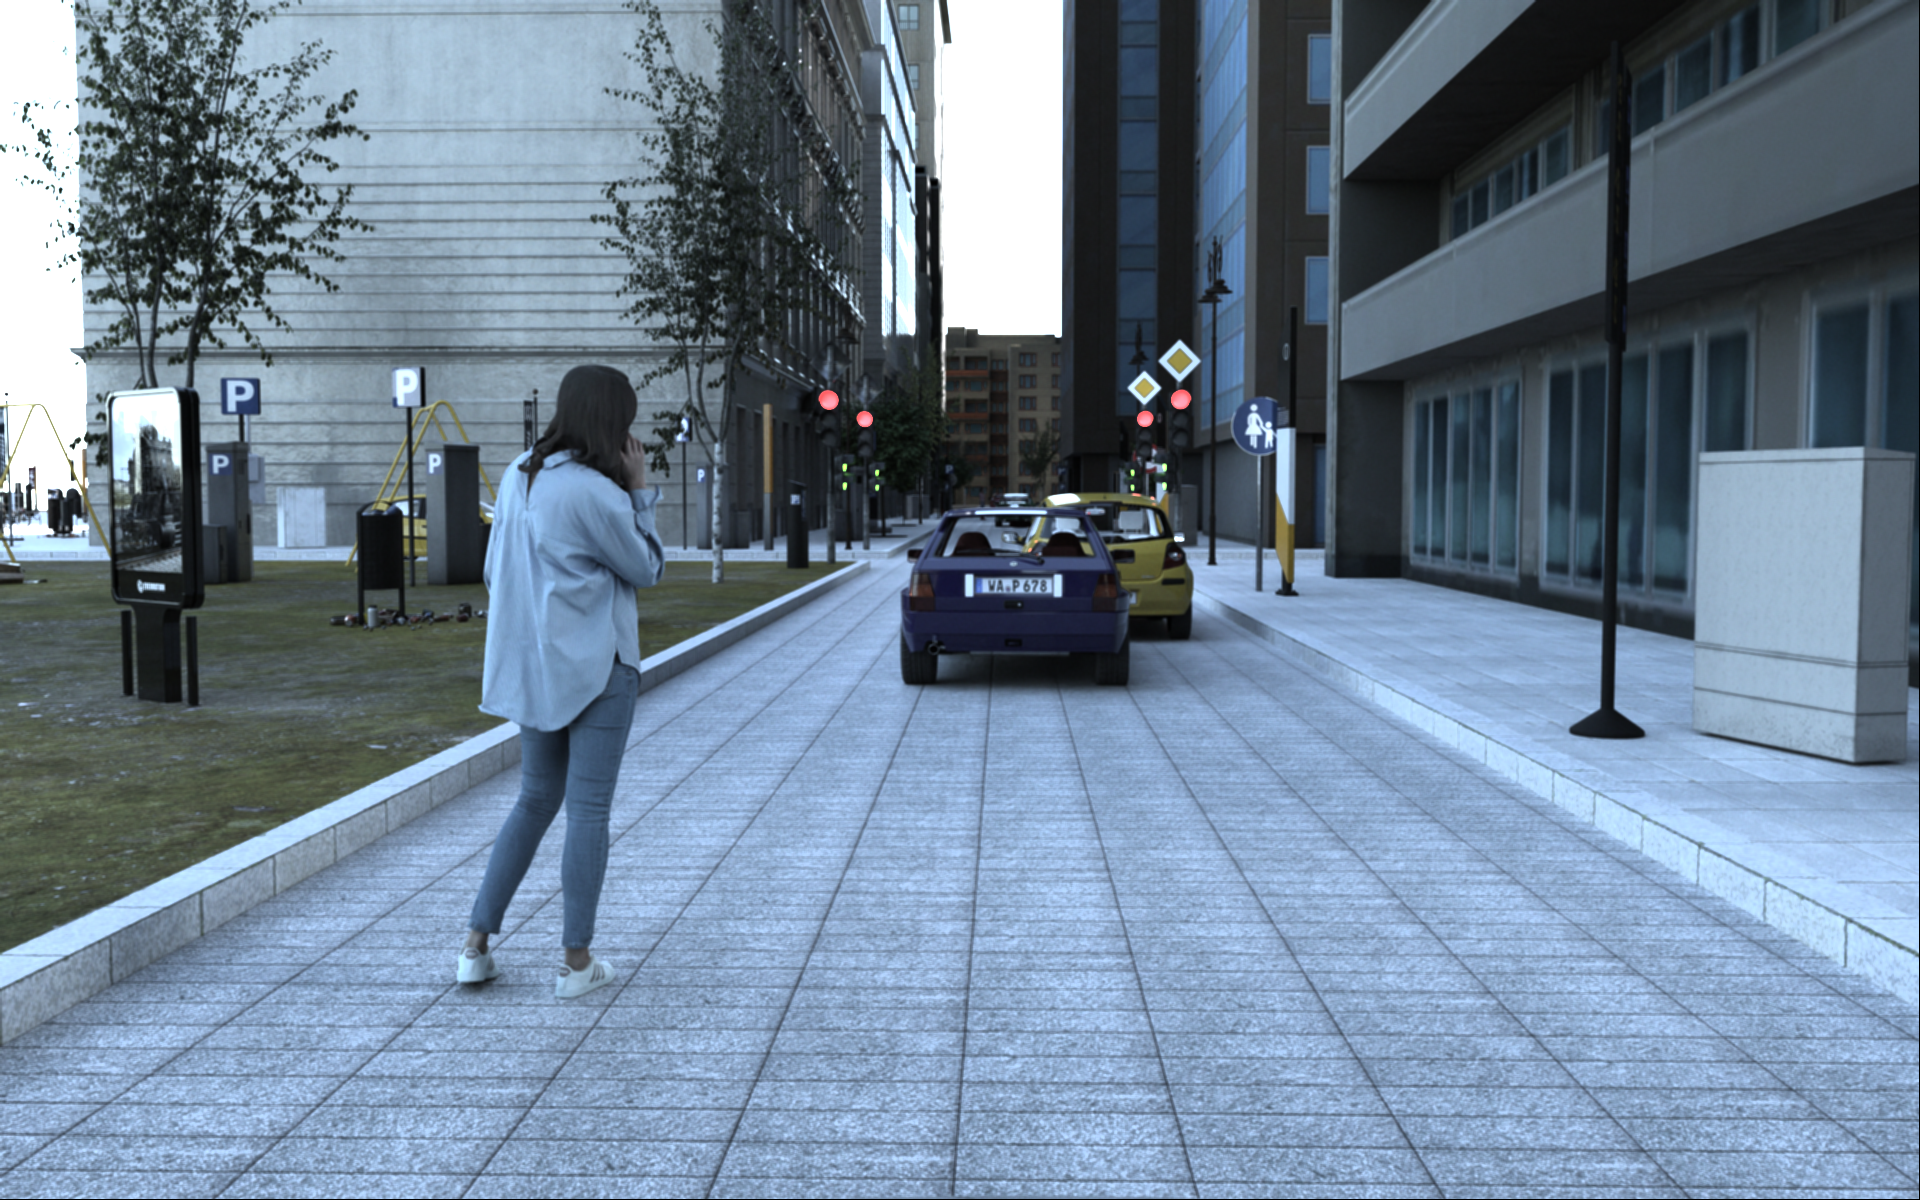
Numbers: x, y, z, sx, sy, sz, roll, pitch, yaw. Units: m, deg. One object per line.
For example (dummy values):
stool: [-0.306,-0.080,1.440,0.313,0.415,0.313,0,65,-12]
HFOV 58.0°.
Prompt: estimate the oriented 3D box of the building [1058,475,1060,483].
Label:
building: [20.716,-45.172,176.817,20.563,71.187,20.611,0,4,2]

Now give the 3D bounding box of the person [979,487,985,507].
person: [1.229,-5.321,95.510,0.388,1.821,0.555,0,4,6]

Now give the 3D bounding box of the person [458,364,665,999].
person: [-1.161,0.232,4.967,0.793,1.790,0.793,0,4,5]

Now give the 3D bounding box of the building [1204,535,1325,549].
building: [14.092,-24.183,45.506,14.200,45.320,14.600,0,4,2]

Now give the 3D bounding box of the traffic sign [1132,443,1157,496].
traffic sign: [4.660,-2.621,42.964,0.768,2.556,0.104,0,4,7]

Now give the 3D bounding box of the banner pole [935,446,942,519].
banner pole: [-1.181,-6.107,89.858,0.401,3.779,0.863,-1,4,-15]

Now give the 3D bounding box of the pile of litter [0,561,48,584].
pile of litter: [-13.927,-0.658,24.718,1.719,0.858,1.176,-2,4,-35]

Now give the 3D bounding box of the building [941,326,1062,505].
building: [0.491,-22.552,213.758,28.899,21.520,27.650,0,4,2]

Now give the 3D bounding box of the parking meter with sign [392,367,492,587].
parking meter with sign: [-7.194,-1.736,24.645,0.543,3.016,1.738,2,4,29]

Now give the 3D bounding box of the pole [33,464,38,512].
pole: [-62.330,-7.520,116.794,0.158,3.312,0.155,0,3,0]

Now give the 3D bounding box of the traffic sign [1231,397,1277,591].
traffic sign: [3.947,-1.387,22.783,0.768,2.556,0.104,0,4,7]

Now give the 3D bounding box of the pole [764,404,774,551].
pole: [-4.343,-2.779,39.279,0.158,3.312,0.155,0,3,0]

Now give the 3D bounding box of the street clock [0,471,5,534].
street clock: [-30.662,-3.100,55.258,0.471,2.002,0.358,3,4,38]

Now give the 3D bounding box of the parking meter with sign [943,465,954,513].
parking meter with sign: [-0.742,-6.551,103.373,0.543,3.016,1.738,0,4,-7]

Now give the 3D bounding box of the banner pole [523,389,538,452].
banner pole: [-10.140,-3.121,41.047,0.401,3.779,0.863,1,4,11]

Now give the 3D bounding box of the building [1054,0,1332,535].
building: [10.984,-25.396,65.329,14.600,45.320,14.200,0,4,2]

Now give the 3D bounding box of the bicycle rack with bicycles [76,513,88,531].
bicycle rack with bicycles: [-29.144,-2.868,60.277,2.925,0.926,2.852,-2,4,-27]

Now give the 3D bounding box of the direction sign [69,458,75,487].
direction sign: [-56.539,-7.239,110.356,0.379,3.537,0.876,-1,4,-9]

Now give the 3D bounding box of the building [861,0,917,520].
building: [-8.784,-19.708,99.721,11.434,29.767,29.804,0,4,2]

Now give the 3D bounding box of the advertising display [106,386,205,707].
advertising display: [-4.974,-0.336,10.709,0.974,1.923,0.123,3,5,40]

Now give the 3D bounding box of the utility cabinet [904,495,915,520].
utility cabinet: [-2.606,-4.595,86.295,0.306,1.237,1.020,-1,4,-12]

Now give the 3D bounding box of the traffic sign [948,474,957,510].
traffic sign: [-0.547,-6.729,110.128,0.768,2.556,0.104,0,4,3]

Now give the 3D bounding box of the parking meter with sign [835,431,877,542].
parking meter with sign: [-2.914,-3.119,47.258,0.543,3.016,1.738,2,4,25]

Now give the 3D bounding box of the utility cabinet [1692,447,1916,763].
utility cabinet: [4.212,-0.001,8.698,0.318,1.500,1.173,-1,4,-14]

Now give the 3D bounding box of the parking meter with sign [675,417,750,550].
parking meter with sign: [-5.699,-2.684,40.147,1.738,3.016,0.543,-3,5,-43]

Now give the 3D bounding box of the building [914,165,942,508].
building: [-8.885,-23.260,152.004,14.160,30.474,14.107,0,4,2]

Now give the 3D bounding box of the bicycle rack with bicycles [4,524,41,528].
bicycle rack with bicycles: [-35.923,-3.157,65.007,2.925,0.926,2.852,1,4,20]

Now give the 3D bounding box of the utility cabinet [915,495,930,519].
utility cabinet: [-2.100,-4.849,90.443,1.020,1.237,0.306,2,4,26]

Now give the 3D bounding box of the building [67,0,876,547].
building: [-13.007,-17.523,62.917,17.030,29.872,44.131,0,4,2]

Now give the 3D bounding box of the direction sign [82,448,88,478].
direction sign: [-42.604,-5.693,85.075,0.876,3.537,0.379,-1,4,-14]

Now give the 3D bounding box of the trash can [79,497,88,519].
trash can: [-46.179,-4.860,91.115,0.748,1.137,0.748,0,3,0]

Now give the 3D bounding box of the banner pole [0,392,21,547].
banner pole: [-23.440,-3.213,42.545,0.863,3.779,0.401,3,5,44]

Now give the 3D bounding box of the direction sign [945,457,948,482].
direction sign: [-0.834,-6.934,105.372,0.379,3.537,0.876,-1,4,-9]

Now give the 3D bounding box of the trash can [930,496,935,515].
trash can: [-1.954,-5.869,107.609,0.748,1.137,0.748,0,3,0]

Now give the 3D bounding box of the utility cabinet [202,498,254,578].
utility cabinet: [-11.375,-0.937,26.478,1.020,1.237,0.306,0,4,-4]

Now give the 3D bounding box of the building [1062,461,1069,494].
building: [17.530,-47.975,97.059,22.319,86.520,31.000,0,4,2]

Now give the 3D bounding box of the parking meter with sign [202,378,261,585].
parking meter with sign: [-10.716,-1.775,25.282,0.543,3.016,1.738,0,4,-6]

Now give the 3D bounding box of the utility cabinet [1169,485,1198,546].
utility cabinet: [5.330,-2.051,42.213,0.318,1.500,1.173,3,5,44]

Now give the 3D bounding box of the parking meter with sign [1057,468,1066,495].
parking meter with sign: [6.183,-6.653,105.039,0.543,3.016,1.738,0,4,2]

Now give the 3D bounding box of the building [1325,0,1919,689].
building: [16.110,-23.935,15.040,21.300,48.544,21.600,0,4,2]

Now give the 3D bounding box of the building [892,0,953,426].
building: [-14.894,-35.776,174.180,27.495,52.752,28.713,0,4,2]

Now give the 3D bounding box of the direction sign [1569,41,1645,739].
direction sign: [3.455,-1.049,9.145,0.379,3.537,0.876,2,4,25]

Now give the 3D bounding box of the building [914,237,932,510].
building: [-16.530,-17.439,130.170,27.650,21.520,28.899,0,4,2]

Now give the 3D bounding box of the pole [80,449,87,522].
pole: [-39.584,-5.162,78.234,0.158,3.312,0.155,0,3,0]

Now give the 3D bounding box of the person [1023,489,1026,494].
person: [4.968,-7.723,134.710,0.705,1.831,1.348,0,4,-7]

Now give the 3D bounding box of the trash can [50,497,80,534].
trash can: [-28.928,-2.702,55.828,0.748,1.137,0.748,0,3,0]
